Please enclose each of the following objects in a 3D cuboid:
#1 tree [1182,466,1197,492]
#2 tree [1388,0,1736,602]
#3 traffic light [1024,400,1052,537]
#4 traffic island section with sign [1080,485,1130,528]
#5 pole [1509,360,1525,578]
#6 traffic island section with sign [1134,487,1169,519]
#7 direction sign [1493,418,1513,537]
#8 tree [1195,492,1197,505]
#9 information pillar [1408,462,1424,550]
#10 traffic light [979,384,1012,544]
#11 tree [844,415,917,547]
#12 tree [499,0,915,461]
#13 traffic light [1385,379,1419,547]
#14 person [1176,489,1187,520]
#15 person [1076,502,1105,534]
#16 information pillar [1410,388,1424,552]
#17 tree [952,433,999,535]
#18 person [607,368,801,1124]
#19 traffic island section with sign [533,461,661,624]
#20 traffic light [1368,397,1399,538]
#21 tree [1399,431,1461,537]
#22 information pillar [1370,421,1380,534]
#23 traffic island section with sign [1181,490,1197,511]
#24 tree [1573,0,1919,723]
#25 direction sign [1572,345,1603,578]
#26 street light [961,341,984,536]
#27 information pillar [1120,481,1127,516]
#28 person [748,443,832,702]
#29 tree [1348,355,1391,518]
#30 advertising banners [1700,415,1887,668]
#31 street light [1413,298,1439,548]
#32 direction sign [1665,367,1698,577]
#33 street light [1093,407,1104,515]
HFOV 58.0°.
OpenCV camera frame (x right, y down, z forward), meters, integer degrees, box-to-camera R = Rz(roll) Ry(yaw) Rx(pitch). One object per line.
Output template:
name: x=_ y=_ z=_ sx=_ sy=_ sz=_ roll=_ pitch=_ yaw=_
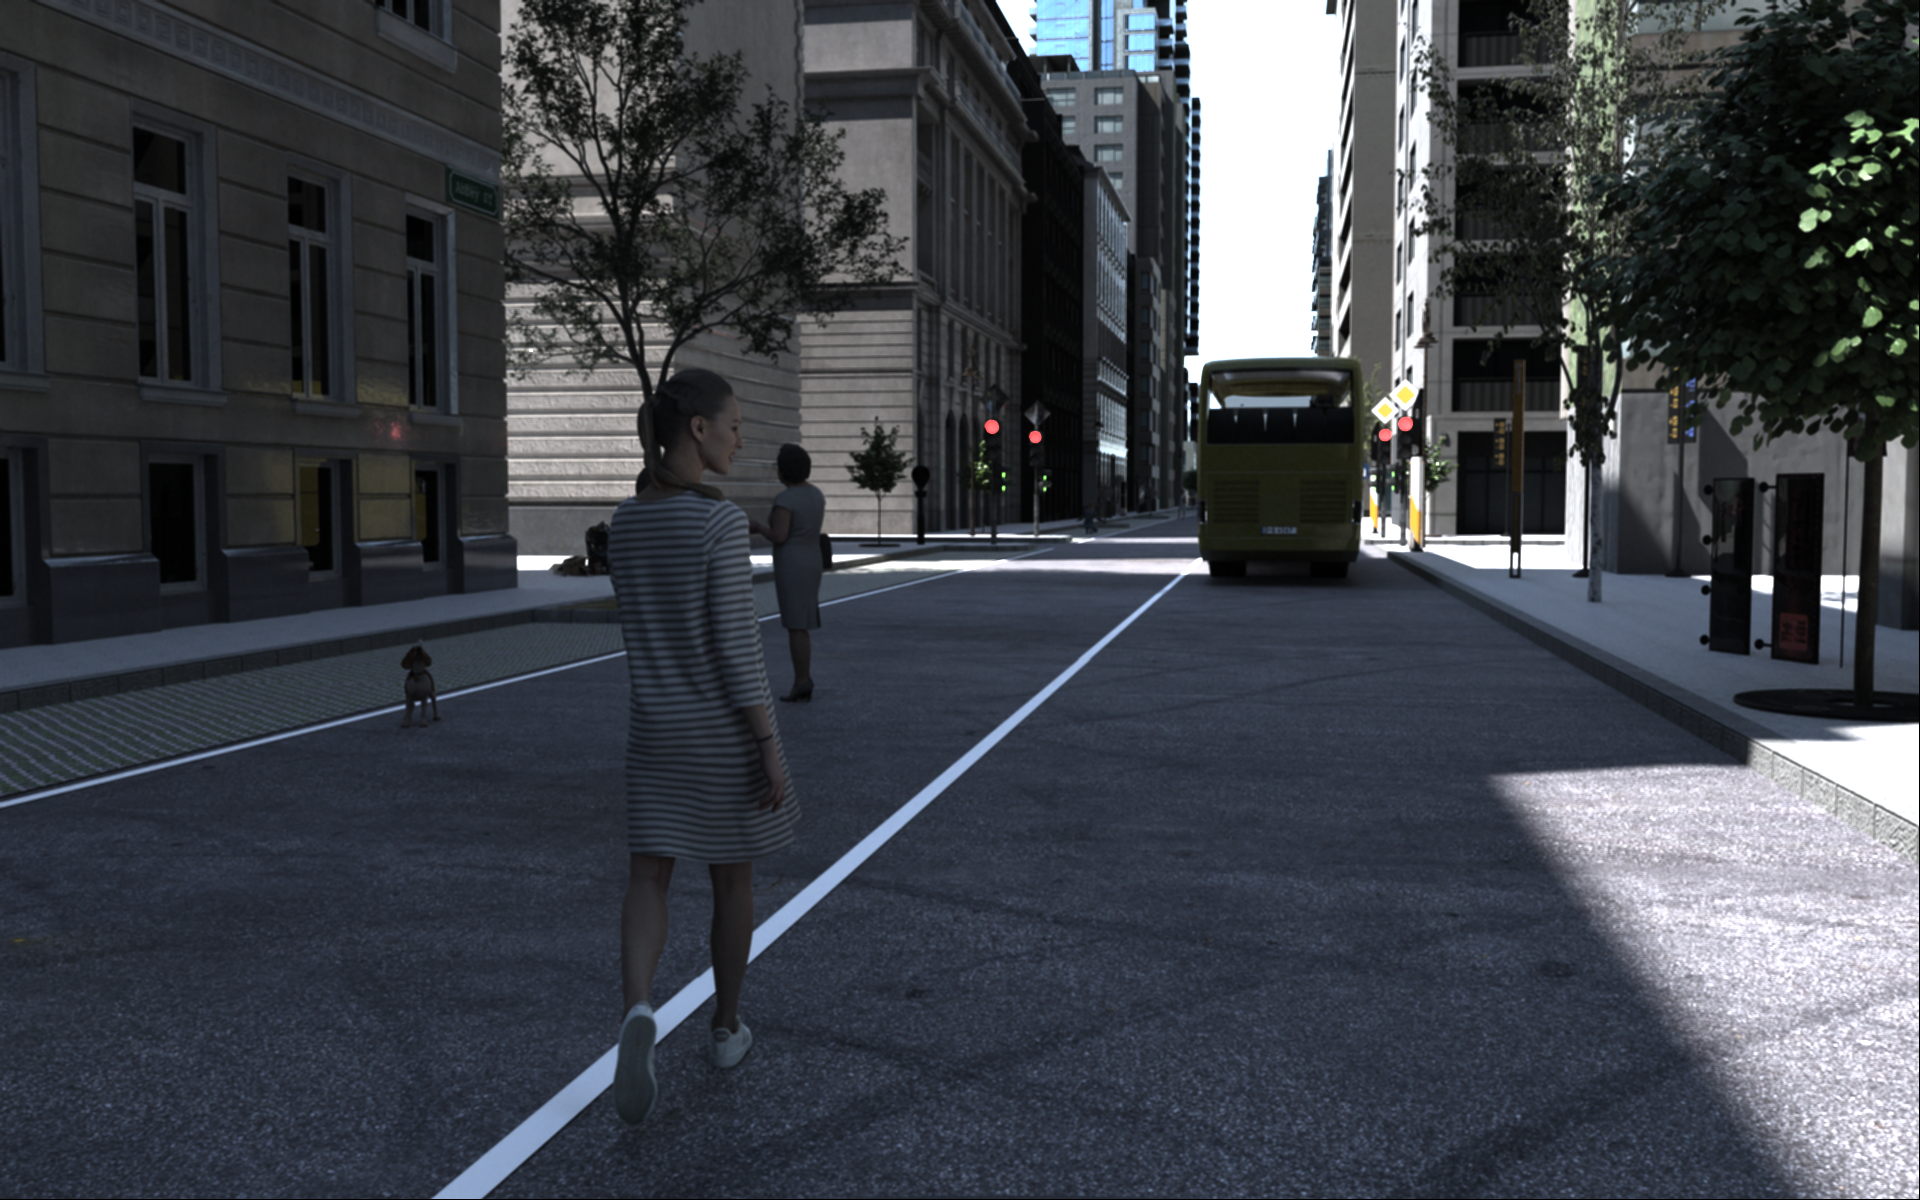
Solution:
tree: x=27.140 y=-13.337 z=201.767 sx=4.285 sy=4.588 sz=4.351 roll=0 pitch=3 yaw=0
tree: x=7.326 y=-4.284 z=20.405 sx=4.360 sy=8.622 sz=3.978 roll=0 pitch=3 yaw=0
traffic light: x=2.317 y=-3.856 z=51.961 sx=0.839 sy=4.253 sz=0.868 roll=1 pitch=4 yaw=10
traffic island section with sign: x=6.182 y=-3.962 z=73.407 sx=1.989 sy=1.847 sz=2.006 roll=1 pitch=4 yaw=10
pole: x=8.495 y=-1.991 z=26.393 sx=0.158 sy=3.312 sz=0.155 roll=0 pitch=3 yaw=0
traffic island section with sign: x=11.127 y=-5.619 z=100.500 sx=1.989 sy=1.847 sz=2.006 roll=1 pitch=4 yaw=10
direction sign: x=16.384 y=-3.658 z=51.802 sx=0.876 sy=3.537 sz=0.379 roll=0 pitch=4 yaw=0
tree: x=28.284 y=-13.073 z=208.350 sx=1.663 sy=3.219 sz=1.824 roll=0 pitch=3 yaw=0
information pillar: x=10.464 y=-2.157 z=39.754 sx=0.304 sy=2.012 sz=0.304 roll=0 pitch=4 yaw=5
traffic light: x=0.881 y=-3.375 z=44.106 sx=0.839 sy=4.253 sz=0.868 roll=1 pitch=4 yaw=10
tree: x=-2.023 y=-2.929 z=42.497 sx=1.663 sy=3.219 sz=1.824 roll=0 pitch=3 yaw=0
tree: x=-4.974 y=-5.767 z=28.703 sx=8.767 sy=10.594 sz=7.601 roll=-1 pitch=4 yaw=-12
traffic light: x=10.831 y=-3.265 z=42.310 sx=0.839 sy=4.253 sz=0.868 roll=1 pitch=4 yaw=10
person: x=12.281 y=-5.265 z=95.594 sx=0.522 sy=1.701 sz=0.512 roll=3 pitch=5 yaw=44
person: x=4.596 y=-2.933 z=61.955 sx=1.012 sy=1.151 sz=0.738 roll=2 pitch=4 yaw=24
information pillar: x=10.187 y=-2.890 z=38.612 sx=0.183 sy=3.616 sz=0.504 roll=0 pitch=4 yaw=-5
tree: x=0.827 y=-3.696 z=55.034 sx=1.663 sy=3.219 sz=1.824 roll=0 pitch=3 yaw=0
person: x=-0.635 y=0.312 z=4.156 sx=0.466 sy=1.731 sz=0.760 roll=0 pitch=4 yaw=2
traffic island section with sign: x=-3.590 y=-0.692 z=19.947 sx=1.989 sy=1.847 sz=2.006 roll=1 pitch=4 yaw=10
traffic light: x=12.267 y=-3.746 z=50.165 sx=0.839 sy=4.253 sz=0.868 roll=1 pitch=4 yaw=10
tree: x=13.913 y=-3.514 z=52.059 sx=1.663 sy=3.219 sz=1.824 roll=0 pitch=3 yaw=0
information pillar: x=13.382 y=-3.944 z=55.847 sx=0.183 sy=3.616 sz=0.504 roll=-1 pitch=4 yaw=-10
traffic island section with sign: x=20.082 y=-8.614 z=149.458 sx=1.989 sy=1.847 sz=2.006 roll=1 pitch=4 yaw=10
tree: x=5.451 y=-1.620 z=10.202 sx=4.285 sy=4.588 sz=4.351 roll=0 pitch=3 yaw=0
direction sign: x=9.662 y=-2.120 z=26.656 sx=0.379 sy=3.537 sz=0.876 roll=3 pitch=5 yaw=43
street light: x=0.383 y=-4.879 z=52.562 sx=0.468 sy=5.910 sz=1.993 roll=1 pitch=4 yaw=10
information pillar: x=9.555 y=-5.908 z=101.079 sx=0.304 sy=2.012 sz=0.304 roll=2 pitch=4 yaw=24
person: x=-1.169 y=-0.196 z=12.060 sx=0.532 sy=1.782 sz=0.716 roll=2 pitch=4 yaw=27
tree: x=21.108 y=-8.579 z=90.635 sx=4.737 sy=8.622 sz=4.395 roll=0 pitch=3 yaw=0
advertising banners: x=6.385 y=-1.041 z=13.201 sx=0.090 sy=3.025 sz=2.074 roll=-1 pitch=4 yaw=-13
street light: x=11.026 y=-4.178 z=41.102 sx=0.468 sy=5.910 sz=1.993 roll=1 pitch=4 yaw=10
direction sign: x=11.131 y=-2.125 z=26.735 sx=0.379 sy=3.537 sz=0.876 roll=0 pitch=4 yaw=-3
street light: x=7.233 y=-7.191 z=90.363 sx=0.468 sy=5.910 sz=1.993 roll=1 pitch=4 yaw=10
